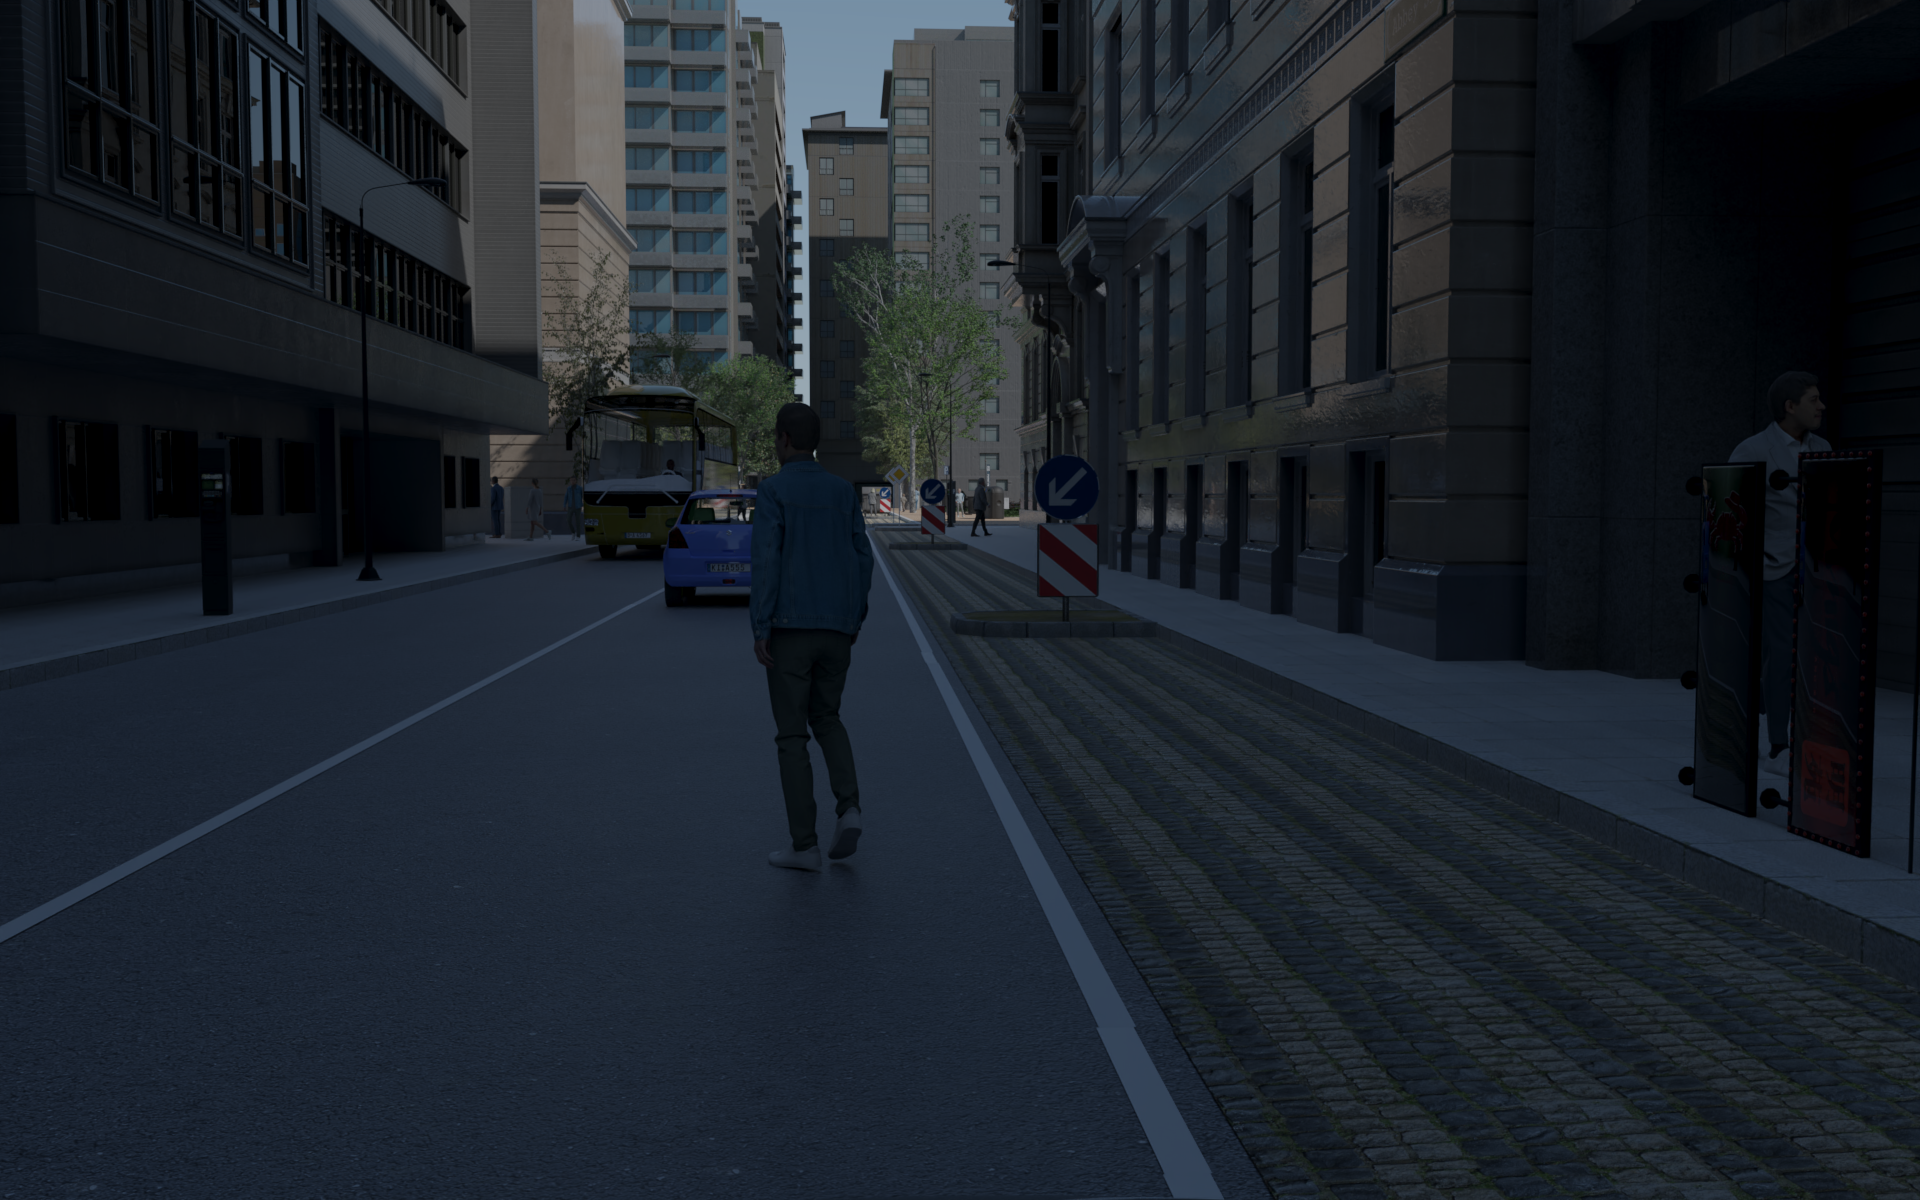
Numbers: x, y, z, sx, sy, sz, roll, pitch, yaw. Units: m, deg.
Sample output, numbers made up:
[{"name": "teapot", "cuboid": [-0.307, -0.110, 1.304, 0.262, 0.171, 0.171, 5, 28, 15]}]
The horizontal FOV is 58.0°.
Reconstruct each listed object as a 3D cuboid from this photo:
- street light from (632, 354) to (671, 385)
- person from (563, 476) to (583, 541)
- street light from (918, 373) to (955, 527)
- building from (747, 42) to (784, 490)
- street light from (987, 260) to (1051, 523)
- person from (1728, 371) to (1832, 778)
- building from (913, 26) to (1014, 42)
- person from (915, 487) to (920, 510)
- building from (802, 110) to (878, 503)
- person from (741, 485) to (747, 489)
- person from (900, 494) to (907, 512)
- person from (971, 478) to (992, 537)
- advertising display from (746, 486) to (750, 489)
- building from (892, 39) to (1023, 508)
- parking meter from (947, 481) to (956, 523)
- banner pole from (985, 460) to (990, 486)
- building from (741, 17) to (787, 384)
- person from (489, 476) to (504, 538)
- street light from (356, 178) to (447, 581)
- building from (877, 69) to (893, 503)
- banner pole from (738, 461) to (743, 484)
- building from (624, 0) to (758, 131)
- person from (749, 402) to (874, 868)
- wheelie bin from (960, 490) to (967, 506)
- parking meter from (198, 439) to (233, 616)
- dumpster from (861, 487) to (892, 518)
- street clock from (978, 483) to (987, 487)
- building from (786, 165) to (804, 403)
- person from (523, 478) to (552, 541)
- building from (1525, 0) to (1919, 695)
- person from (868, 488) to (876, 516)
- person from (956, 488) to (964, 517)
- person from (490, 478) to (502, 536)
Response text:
[{"name": "street light", "cuboid": [-10.307, -5.203, 57.602, 1.470, 5.913, 1.316, 0, 4, -4]}, {"name": "person", "cuboid": [-10.540, -2.511, 47.442, 0.601, 1.785, 0.444, 0, 4, 7]}, {"name": "street light", "cuboid": [-0.895, -5.753, 66.605, 1.470, 5.913, 1.316, 0, 4, -4]}, {"name": "building", "cuboid": [-30.465, -34.632, 189.937, 21.300, 48.544, 21.600, 0, 4, -4]}, {"name": "street light", "cuboid": [1.235, -3.794, 34.569, 1.470, 5.913, 1.316, 0, 4, -4]}, {"name": "person", "cuboid": [3.783, -0.134, 8.085, 0.661, 1.843, 0.795, -1, 4, -16]}, {"name": "building", "cuboid": [4.229, -34.453, 182.916, 23.786, 49.044, 30.456, 0, 4, -4]}, {"name": "person", "cuboid": [-3.172, -7.039, 121.389, 0.793, 1.790, 0.793, -1, 4, -12]}, {"name": "building", "cuboid": [-8.255, -40.229, 246.980, 27.495, 52.752, 28.713, 0, 4, -4]}, {"name": "person", "cuboid": [-8.525, -3.599, 67.523, 0.473, 1.802, 0.592, 3, 5, 41]}, {"name": "person", "cuboid": [-4.083, -6.987, 124.546, 0.475, 1.303, 0.640, -2, 4, -26]}, {"name": "person", "cuboid": [0.683, -2.802, 52.255, 0.834, 1.777, 0.661, -2, 4, -28]}, {"name": "advertising display", "cuboid": [-16.981, -8.019, 136.318, 0.974, 1.923, 0.123, 1, 4, 17]}, {"name": "building", "cuboid": [0.756, -29.155, 160.284, 14.154, 41.232, 14.086, 0, 4, -4]}, {"name": "parking meter", "cuboid": [-0.379, -4.329, 76.491, 0.255, 1.863, 0.399, 2, 4, 32]}, {"name": "banner pole", "cuboid": [2.009, -8.439, 128.001, 0.401, 3.779, 0.863, 2, 4, 34]}, {"name": "building", "cuboid": [-35.529, -41.027, 212.783, 28.212, 58.520, 21.231, 0, 4, -4]}, {"name": "person", "cuboid": [-13.503, -2.705, 50.453, 0.419, 1.800, 0.721, 1, 4, 8]}, {"name": "street light", "cuboid": [-8.234, -3.243, 25.562, 1.470, 5.913, 1.316, 0, 4, -4]}, {"name": "building", "cuboid": [4.887, -38.109, 212.321, 28.713, 52.752, 27.495, 0, 4, -4]}, {"name": "banner pole", "cuboid": [-16.597, -8.630, 131.125, 0.401, 3.779, 0.863, 1, 4, 18]}, {"name": "building", "cuboid": [-30.594, -33.289, 163.878, 23.786, 49.044, 30.456, 0, 4, -4]}, {"name": "person", "cuboid": [-0.568, 0.135, 6.630, 0.601, 1.785, 0.444, -2, 4, -34]}, {"name": "wheelie bin", "cuboid": [0.193, -8.686, 149.922, 0.693, 1.594, 0.980, -1, 4, -11]}, {"name": "parking meter", "cuboid": [-7.884, -0.773, 18.351, 0.255, 1.863, 0.399, -1, 4, -14]}, {"name": "dumpster", "cuboid": [-5.090, -5.960, 105.654, 1.865, 1.857, 1.264, 0, 4, -4]}, {"name": "street clock", "cuboid": [1.366, -6.165, 105.366, 0.471, 2.002, 0.358, 2, 4, 28]}, {"name": "building", "cuboid": [-37.295, -38.128, 242.998, 30.456, 49.044, 23.786, 0, 4, -4]}, {"name": "person", "cuboid": [-11.583, -2.486, 47.436, 0.760, 1.731, 0.466, -1, 4, -11]}, {"name": "building", "cuboid": [10.871, -11.295, 2.698, 12.078, 24.808, 19.932, 0, 4, -4]}, {"name": "person", "cuboid": [-5.286, -5.841, 104.185, 0.537, 1.800, 0.526, 1, 4, 9]}, {"name": "person", "cuboid": [-0.043, -5.397, 96.099, 0.589, 1.601, 0.330, 0, 4, -2]}, {"name": "person", "cuboid": [-14.422, -2.838, 52.842, 0.834, 1.777, 0.661, 0, 4, -7]}]
